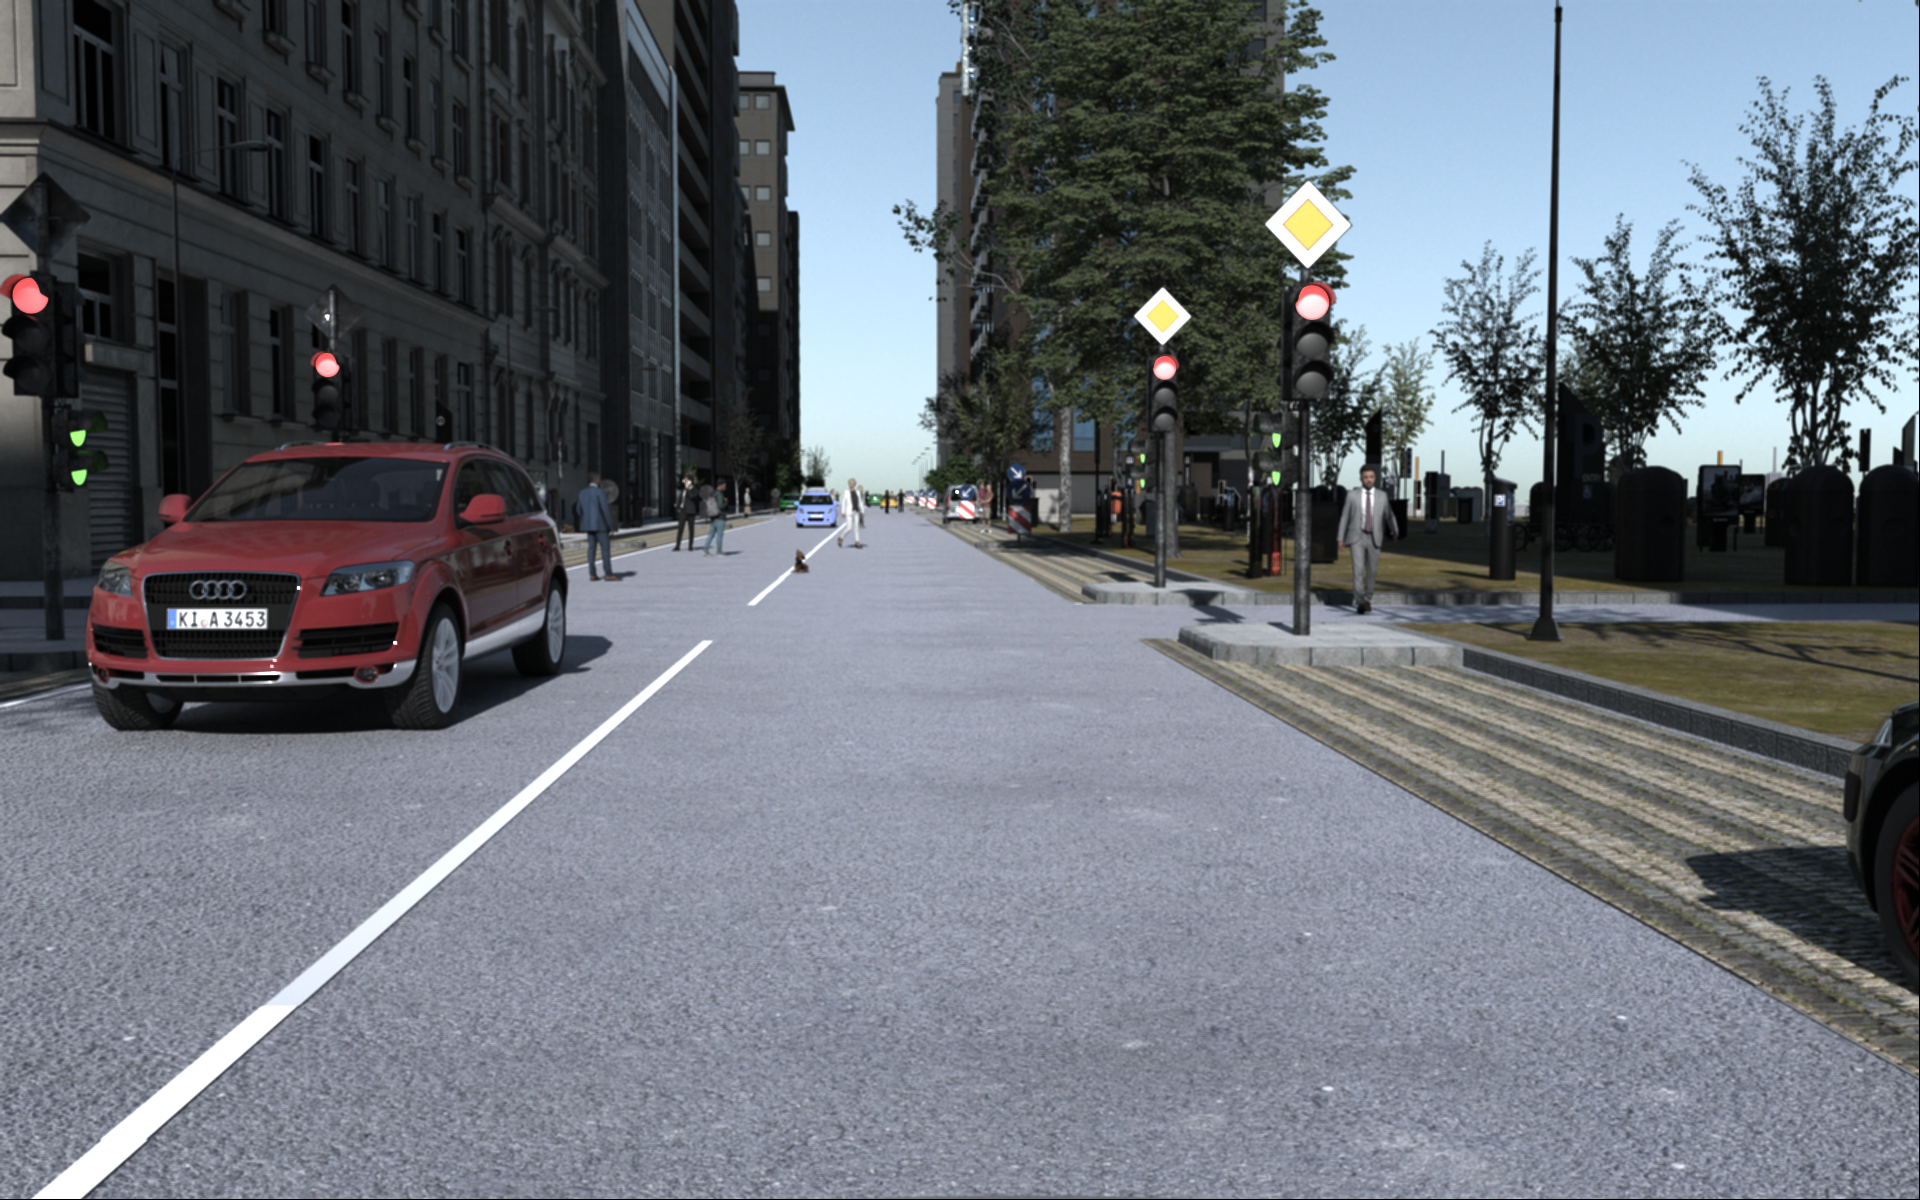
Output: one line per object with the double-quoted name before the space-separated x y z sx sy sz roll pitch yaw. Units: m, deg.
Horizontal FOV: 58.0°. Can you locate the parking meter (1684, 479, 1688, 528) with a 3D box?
"parking meter" 27.603 -3.706 66.297 0.255 1.863 0.399 -3 5 -43

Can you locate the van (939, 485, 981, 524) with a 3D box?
"van" 0.084 -4.402 78.988 2.013 2.044 4.112 0 4 -2

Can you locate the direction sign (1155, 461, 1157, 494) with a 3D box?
"direction sign" 10.442 -6.115 91.980 0.379 3.537 0.876 0 4 -2

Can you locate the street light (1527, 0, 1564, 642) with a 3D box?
"street light" 4.612 -2.599 15.042 1.470 5.913 1.316 0 4 -3

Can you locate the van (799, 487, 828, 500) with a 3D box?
"van" -8.598 -5.913 103.693 2.013 2.044 4.112 0 4 -4

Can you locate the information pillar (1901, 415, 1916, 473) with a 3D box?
"information pillar" 28.060 -3.666 51.288 0.504 3.616 0.183 -2 4 -27

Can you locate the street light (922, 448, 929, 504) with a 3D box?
"street light" -2.845 -12.398 175.241 1.470 5.913 1.316 0 4 -3

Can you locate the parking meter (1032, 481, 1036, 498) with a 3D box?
"parking meter" 3.205 -4.394 77.556 0.399 1.863 0.255 0 4 -2

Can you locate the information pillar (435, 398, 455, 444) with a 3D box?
"information pillar" -12.516 -3.105 42.125 0.504 3.616 0.183 1 4 20

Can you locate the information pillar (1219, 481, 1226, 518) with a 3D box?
"information pillar" 14.309 -5.504 94.478 0.304 2.012 0.304 2 4 34

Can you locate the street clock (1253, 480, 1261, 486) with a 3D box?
"street clock" 15.442 -5.258 90.542 0.471 2.002 0.358 3 5 41

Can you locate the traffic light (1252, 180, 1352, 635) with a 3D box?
"traffic light" 3.094 -1.636 15.667 0.839 4.253 0.868 0 4 -3

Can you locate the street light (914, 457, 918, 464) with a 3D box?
"street light" -4.736 -15.017 218.075 1.470 5.913 1.316 0 4 -3

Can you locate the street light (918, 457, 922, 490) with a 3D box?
"street light" -3.755 -13.763 197.566 1.470 5.913 1.316 0 4 -3

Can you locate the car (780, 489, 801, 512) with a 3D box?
"car" -13.371 -7.876 137.569 1.959 1.807 4.718 0 4 -2

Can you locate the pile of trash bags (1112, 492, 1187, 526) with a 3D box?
"pile of trash bags" 7.739 -3.772 71.429 3.447 1.369 1.912 2 4 26

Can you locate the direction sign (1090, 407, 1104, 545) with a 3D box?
"direction sign" 3.485 -3.178 43.955 0.379 3.537 0.876 1 4 11

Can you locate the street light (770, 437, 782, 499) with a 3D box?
"street light" -15.325 -10.317 141.221 1.470 5.913 1.316 0 4 -3

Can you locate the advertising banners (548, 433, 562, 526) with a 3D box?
"advertising banners" -11.444 -3.218 48.794 0.090 3.025 2.074 0 4 1

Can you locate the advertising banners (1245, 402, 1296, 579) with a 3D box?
"advertising banners" 4.890 -1.880 26.920 0.090 3.025 2.074 2 4 32

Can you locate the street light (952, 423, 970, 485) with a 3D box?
"street light" 0.039 -8.655 114.047 1.470 5.913 1.316 0 4 -3

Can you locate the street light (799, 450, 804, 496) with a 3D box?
"street light" -17.133 -12.840 182.478 1.470 5.913 1.316 0 4 -3

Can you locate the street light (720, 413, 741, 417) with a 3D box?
"street light" -13.280 -7.760 99.422 1.470 5.913 1.316 0 4 -3

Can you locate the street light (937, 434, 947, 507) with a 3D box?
"street light" -0.841 -9.893 134.289 1.470 5.913 1.316 0 4 -3

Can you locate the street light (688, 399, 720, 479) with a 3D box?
"street light" -12.660 -6.842 84.412 1.470 5.913 1.316 0 4 -3

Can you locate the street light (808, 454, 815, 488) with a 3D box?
"street light" -18.090 -14.071 202.595 1.470 5.913 1.316 0 4 -3

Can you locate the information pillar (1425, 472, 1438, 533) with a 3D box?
"information pillar" 15.445 -3.196 56.744 0.304 2.012 0.304 -1 4 -11

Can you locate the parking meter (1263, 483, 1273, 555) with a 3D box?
"parking meter" 6.596 -1.739 36.848 0.372 1.533 0.369 0 3 0

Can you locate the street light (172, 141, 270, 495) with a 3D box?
"street light" -9.790 -3.083 22.945 1.470 5.913 1.316 0 4 -3

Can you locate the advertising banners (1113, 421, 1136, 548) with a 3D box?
"advertising banners" 3.951 -2.762 41.339 0.090 3.025 2.074 1 4 17

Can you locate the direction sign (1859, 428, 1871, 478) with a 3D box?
"direction sign" 31.442 -4.174 60.246 0.379 3.537 0.876 0 4 7

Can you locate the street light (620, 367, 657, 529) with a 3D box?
"street light" -11.783 -5.562 63.486 1.470 5.913 1.316 0 4 -3

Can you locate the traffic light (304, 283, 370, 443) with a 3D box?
"traffic light" -8.322 -2.092 23.121 0.839 4.253 0.868 0 4 -3

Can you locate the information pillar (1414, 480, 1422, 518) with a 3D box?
"information pillar" 24.167 -5.319 91.465 0.304 2.012 0.304 0 4 -8

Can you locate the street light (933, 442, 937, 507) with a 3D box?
"street light" -1.748 -11.142 154.708 1.470 5.913 1.316 0 4 -3

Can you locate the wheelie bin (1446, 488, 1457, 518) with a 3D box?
"wheelie bin" 26.683 -5.265 93.994 0.693 1.594 0.980 0 4 4

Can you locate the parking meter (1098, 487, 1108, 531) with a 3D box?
"parking meter" 4.915 -3.135 59.663 0.372 1.533 0.369 0 3 0

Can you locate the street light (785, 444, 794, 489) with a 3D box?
"street light" -16.094 -11.548 161.347 1.470 5.913 1.316 0 4 -3

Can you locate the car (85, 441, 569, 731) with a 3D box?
"car" -4.169 -0.215 12.194 2.281 1.827 5.304 0 4 -1

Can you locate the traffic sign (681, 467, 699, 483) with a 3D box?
"traffic sign" -12.950 -5.083 83.105 0.884 2.594 0.081 0 4 -1

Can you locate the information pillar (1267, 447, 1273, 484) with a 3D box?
"information pillar" 15.320 -5.738 85.164 0.504 3.616 0.183 3 5 42

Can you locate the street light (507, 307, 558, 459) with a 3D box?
"street light" -10.656 -4.313 43.066 1.470 5.913 1.316 0 4 -3

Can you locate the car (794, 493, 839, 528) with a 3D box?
"car" -6.196 -3.990 74.833 1.945 1.707 3.694 0 4 -4

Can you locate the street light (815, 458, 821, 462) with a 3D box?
"street light" -19.010 -15.330 223.185 1.470 5.913 1.316 0 4 -3

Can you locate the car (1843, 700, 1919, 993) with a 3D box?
"car" 3.602 0.377 3.618 2.009 1.686 4.222 0 4 -2

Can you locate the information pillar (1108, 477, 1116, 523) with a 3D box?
"information pillar" 6.686 -4.377 76.057 0.304 2.012 0.304 0 4 -7

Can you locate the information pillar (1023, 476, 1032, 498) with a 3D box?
"information pillar" 2.788 -4.124 71.912 0.304 2.012 0.304 -1 4 -19

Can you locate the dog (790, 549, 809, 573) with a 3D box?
"dog" -3.001 -0.709 31.781 0.550 0.427 0.748 2 4 26

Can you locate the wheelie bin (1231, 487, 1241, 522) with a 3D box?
"wheelie bin" 12.590 -4.407 79.967 0.693 1.594 0.980 1 4 18

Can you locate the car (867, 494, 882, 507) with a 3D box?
"car" -9.249 -11.121 190.625 1.959 1.807 4.718 0 4 -4

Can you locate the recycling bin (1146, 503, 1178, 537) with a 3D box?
"recycling bin" 5.994 -2.376 51.398 0.722 1.027 0.722 3 4 36

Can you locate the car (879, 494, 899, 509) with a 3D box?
"car" -6.901 -9.676 168.418 2.015 1.641 3.980 0 4 -3

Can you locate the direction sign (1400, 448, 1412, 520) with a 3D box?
"direction sign" 21.774 -5.667 84.658 0.876 3.537 0.379 -3 4 -38

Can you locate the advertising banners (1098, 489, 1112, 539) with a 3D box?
"advertising banners" 4.346 -3.329 50.612 0.090 3.025 2.074 1 4 20

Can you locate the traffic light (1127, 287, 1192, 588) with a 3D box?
"traffic light" 2.726 -2.124 23.643 0.839 4.253 0.868 0 4 -3

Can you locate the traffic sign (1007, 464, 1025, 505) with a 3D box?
"traffic sign" 2.355 -4.429 72.512 0.768 2.556 0.104 0 4 1

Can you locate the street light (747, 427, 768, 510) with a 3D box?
"street light" -14.237 -9.061 120.681 1.470 5.913 1.316 0 4 -3

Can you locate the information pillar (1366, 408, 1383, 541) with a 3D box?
"information pillar" 11.263 -3.410 47.112 0.183 3.616 0.504 -3 5 -42

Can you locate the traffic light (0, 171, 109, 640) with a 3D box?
"traffic light" -7.955 -1.604 15.144 0.839 4.253 0.868 0 4 -3

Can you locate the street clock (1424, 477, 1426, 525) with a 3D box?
"street clock" 19.498 -4.137 72.206 0.358 2.002 0.471 0 4 -1
